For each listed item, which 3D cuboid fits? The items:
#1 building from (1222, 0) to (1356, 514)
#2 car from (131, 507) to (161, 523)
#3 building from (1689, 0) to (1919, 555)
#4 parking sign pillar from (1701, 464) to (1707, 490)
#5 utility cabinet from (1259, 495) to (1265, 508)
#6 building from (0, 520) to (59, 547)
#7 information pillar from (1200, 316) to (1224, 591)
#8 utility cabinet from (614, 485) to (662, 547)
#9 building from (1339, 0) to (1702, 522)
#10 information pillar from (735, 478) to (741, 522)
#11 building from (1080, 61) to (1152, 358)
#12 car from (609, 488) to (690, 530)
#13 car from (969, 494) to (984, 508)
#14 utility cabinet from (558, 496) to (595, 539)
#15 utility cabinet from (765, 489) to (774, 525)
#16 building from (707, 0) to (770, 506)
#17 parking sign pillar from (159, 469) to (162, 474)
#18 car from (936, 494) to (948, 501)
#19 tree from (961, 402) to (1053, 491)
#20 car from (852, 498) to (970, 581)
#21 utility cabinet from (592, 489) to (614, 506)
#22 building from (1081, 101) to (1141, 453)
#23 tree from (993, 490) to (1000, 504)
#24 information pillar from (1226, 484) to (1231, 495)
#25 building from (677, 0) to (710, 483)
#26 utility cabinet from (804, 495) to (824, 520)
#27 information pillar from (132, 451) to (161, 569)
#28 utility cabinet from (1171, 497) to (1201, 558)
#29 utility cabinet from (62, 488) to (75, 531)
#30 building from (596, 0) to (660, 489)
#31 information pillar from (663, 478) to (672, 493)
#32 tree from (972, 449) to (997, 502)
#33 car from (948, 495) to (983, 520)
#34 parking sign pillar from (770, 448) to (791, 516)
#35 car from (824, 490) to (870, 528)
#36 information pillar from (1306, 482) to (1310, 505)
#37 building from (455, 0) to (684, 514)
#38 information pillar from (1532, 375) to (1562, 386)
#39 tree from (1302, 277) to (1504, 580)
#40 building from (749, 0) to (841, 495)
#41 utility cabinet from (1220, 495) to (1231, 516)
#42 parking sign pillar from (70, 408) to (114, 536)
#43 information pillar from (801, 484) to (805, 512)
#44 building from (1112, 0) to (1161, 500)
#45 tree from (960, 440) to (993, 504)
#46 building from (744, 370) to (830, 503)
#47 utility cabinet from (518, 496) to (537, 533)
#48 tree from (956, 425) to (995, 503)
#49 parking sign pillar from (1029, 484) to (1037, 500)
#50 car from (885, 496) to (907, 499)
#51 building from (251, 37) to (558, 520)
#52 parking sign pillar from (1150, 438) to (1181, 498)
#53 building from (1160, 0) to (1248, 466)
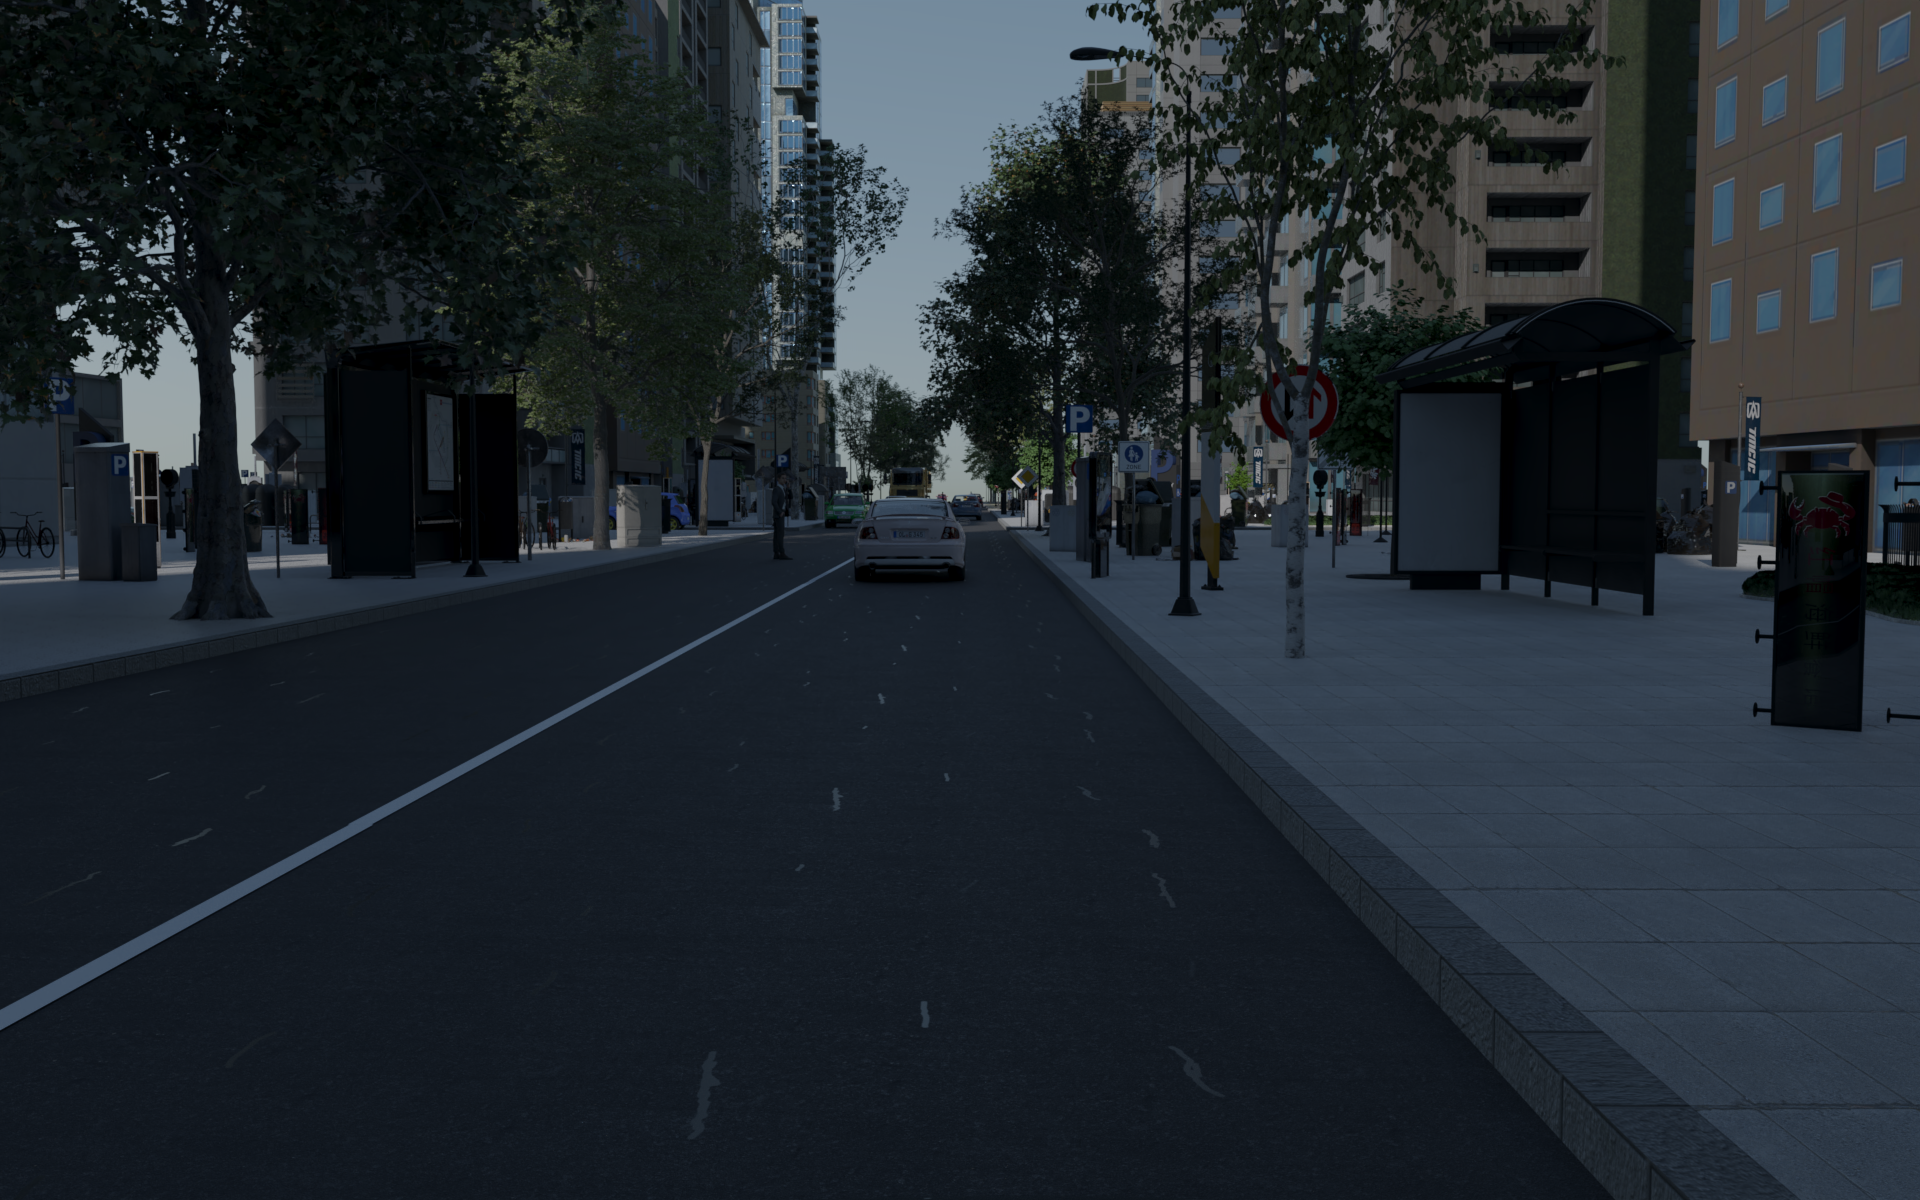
[{"bbox_3d":[31.875,-30.777,122.815,23.786,49.044,30.456,0,4,0],"label":"building"},{"bbox_3d":[-32.001,-3.176,63.723,4.920,1.459,2.131,0,4,-1],"label":"car"},{"bbox_3d":[26.321,-23.717,37.885,14.600,45.320,14.200,0,4,0],"label":"building"},{"bbox_3d":[52.691,-8.272,123.720,1.447,3.967,1.447,-2,4,-25],"label":"parking sign pillar"},{"bbox_3d":[15.558,-4.775,89.237,0.306,1.237,1.020,1,4,13],"label":"utility cabinet"},{"bbox_3d":[-35.391,-27.081,32.006,27.495,52.752,28.713,0,4,0],"label":"building"},{"bbox_3d":[3.354,-1.944,23.135,0.183,3.616,0.504,-1,4,-14],"label":"information pillar"},{"bbox_3d":[-7.796,-2.047,42.155,0.318,1.500,1.173,3,4,38],"label":"utility cabinet"},{"bbox_3d":[27.287,-19.217,85.908,14.107,30.474,14.160,0,4,0],"label":"building"},{"bbox_3d":[-10.230,-4.578,79.346,0.304,2.012,0.304,-3,4,-38],"label":"information pillar"},{"bbox_3d":[28.828,-52.162,291.104,20.563,71.187,20.611,0,4,0],"label":"building"},{"bbox_3d":[-12.107,-3.424,65.579,3.694,1.707,1.945,0,4,-1],"label":"car"},{"bbox_3d":[1.560,-10.780,185.288,2.155,1.783,4.494,0,4,0],"label":"car"},{"bbox_3d":[-11.059,-2.375,50.000,1.020,1.237,0.306,0,4,-1],"label":"utility cabinet"},{"bbox_3d":[-7.730,-3.866,71.893,0.318,1.500,1.173,1,4,12],"label":"utility cabinet"},{"bbox_3d":[-35.082,-36.007,177.951,28.713,52.752,27.495,0,4,0],"label":"building"},{"bbox_3d":[-61.742,-8.838,132.972,1.447,3.967,1.447,1,4,15],"label":"parking sign pillar"},{"bbox_3d":[-3.151,-17.885,301.456,2.155,1.783,4.494,0,4,-1],"label":"car"},{"bbox_3d":[4.634,-15.279,160.188,12.009,13.543,11.850,0,3,0],"label":"tree"},{"bbox_3d":[-0.854,-1.080,30.015,2.083,1.381,4.827,0,4,-1],"label":"car"},{"bbox_3d":[-15.324,-4.058,75.027,1.173,1.500,0.318,-1,4,-18],"label":"utility cabinet"},{"bbox_3d":[29.187,-44.315,266.556,21.231,58.520,28.212,0,4,0],"label":"building"},{"bbox_3d":[4.820,-14.633,233.842,1.663,3.219,1.824,0,3,0],"label":"tree"},{"bbox_3d":[18.254,-6.914,117.529,0.304,2.012,0.304,-2,4,-28],"label":"information pillar"},{"bbox_3d":[-30.919,-43.716,153.001,20.563,71.187,20.611,0,4,0],"label":"building"},{"bbox_3d":[-7.349,-4.651,87.207,1.020,1.237,0.306,1,4,15],"label":"utility cabinet"},{"bbox_3d":[-13.970,-1.545,29.757,0.304,2.012,0.304,2,4,35],"label":"information pillar"},{"bbox_3d":[4.586,-1.453,34.911,0.306,1.237,1.020,2,4,30],"label":"utility cabinet"},{"bbox_3d":[-29.801,-3.068,58.843,1.173,1.500,0.318,-3,4,-36],"label":"utility cabinet"},{"bbox_3d":[-27.610,-28.185,110.935,14.600,45.320,14.200,0,4,0],"label":"building"},{"bbox_3d":[-13.027,-4.450,77.256,0.304,2.012,0.304,1,4,18],"label":"information pillar"},{"bbox_3d":[5.687,-21.614,279.141,9.928,11.665,9.643,0,3,0],"label":"tree"},{"bbox_3d":[0.293,-5.112,95.580,2.014,1.417,4.499,0,4,-1],"label":"car"},{"bbox_3d":[-10.362,-6.871,100.807,1.447,3.967,1.447,2,4,23],"label":"parking sign pillar"},{"bbox_3d":[-4.781,-3.997,74.150,1.959,1.807,4.718,0,4,1],"label":"car"},{"bbox_3d":[21.145,-6.196,105.799,0.304,2.012,0.304,-1,4,-19],"label":"information pillar"},{"bbox_3d":[-29.584,-27.497,133.177,14.154,41.232,14.086,0,4,0],"label":"building"},{"bbox_3d":[9.928,-2.323,29.328,0.504,3.616,0.183,1,4,18],"label":"information pillar"},{"bbox_3d":[6.579,-2.608,26.350,4.285,4.588,4.351,0,3,0],"label":"tree"},{"bbox_3d":[-30.508,-59.447,284.636,22.319,86.520,31.000,0,4,0],"label":"building"},{"bbox_3d":[15.290,-5.349,98.615,1.020,1.237,0.306,0,4,1],"label":"utility cabinet"},{"bbox_3d":[-26.867,-3.992,53.749,1.447,3.967,1.447,1,4,21],"label":"parking sign pillar"},{"bbox_3d":[-10.995,-7.157,121.502,0.304,2.012,0.304,0,4,-2],"label":"information pillar"},{"bbox_3d":[29.151,-53.533,187.928,22.319,86.520,31.000,0,4,0],"label":"building"},{"bbox_3d":[3.942,-18.969,228.265,7.486,12.596,7.792,0,3,0],"label":"tree"},{"bbox_3d":[-34.230,-25.173,256.620,27.650,21.520,28.899,0,4,0],"label":"building"},{"bbox_3d":[-14.317,-2.790,56.775,1.020,1.237,0.306,2,4,33],"label":"utility cabinet"},{"bbox_3d":[4.626,-23.750,244.199,12.611,20.169,13.585,0,3,0],"label":"tree"},{"bbox_3d":[4.993,-7.585,112.482,1.447,3.967,1.447,1,4,10],"label":"parking sign pillar"},{"bbox_3d":[-3.626,-5.238,98.215,1.945,1.354,3.894,0,4,0],"label":"car"},{"bbox_3d":[-26.974,-24.793,88.953,14.154,41.232,14.086,0,4,0],"label":"building"},{"bbox_3d":[8.938,-5.315,75.375,1.447,3.967,1.447,3,4,36],"label":"parking sign pillar"},{"bbox_3d":[28.876,-37.722,158.755,21.231,58.520,28.212,0,4,0],"label":"building"}]
